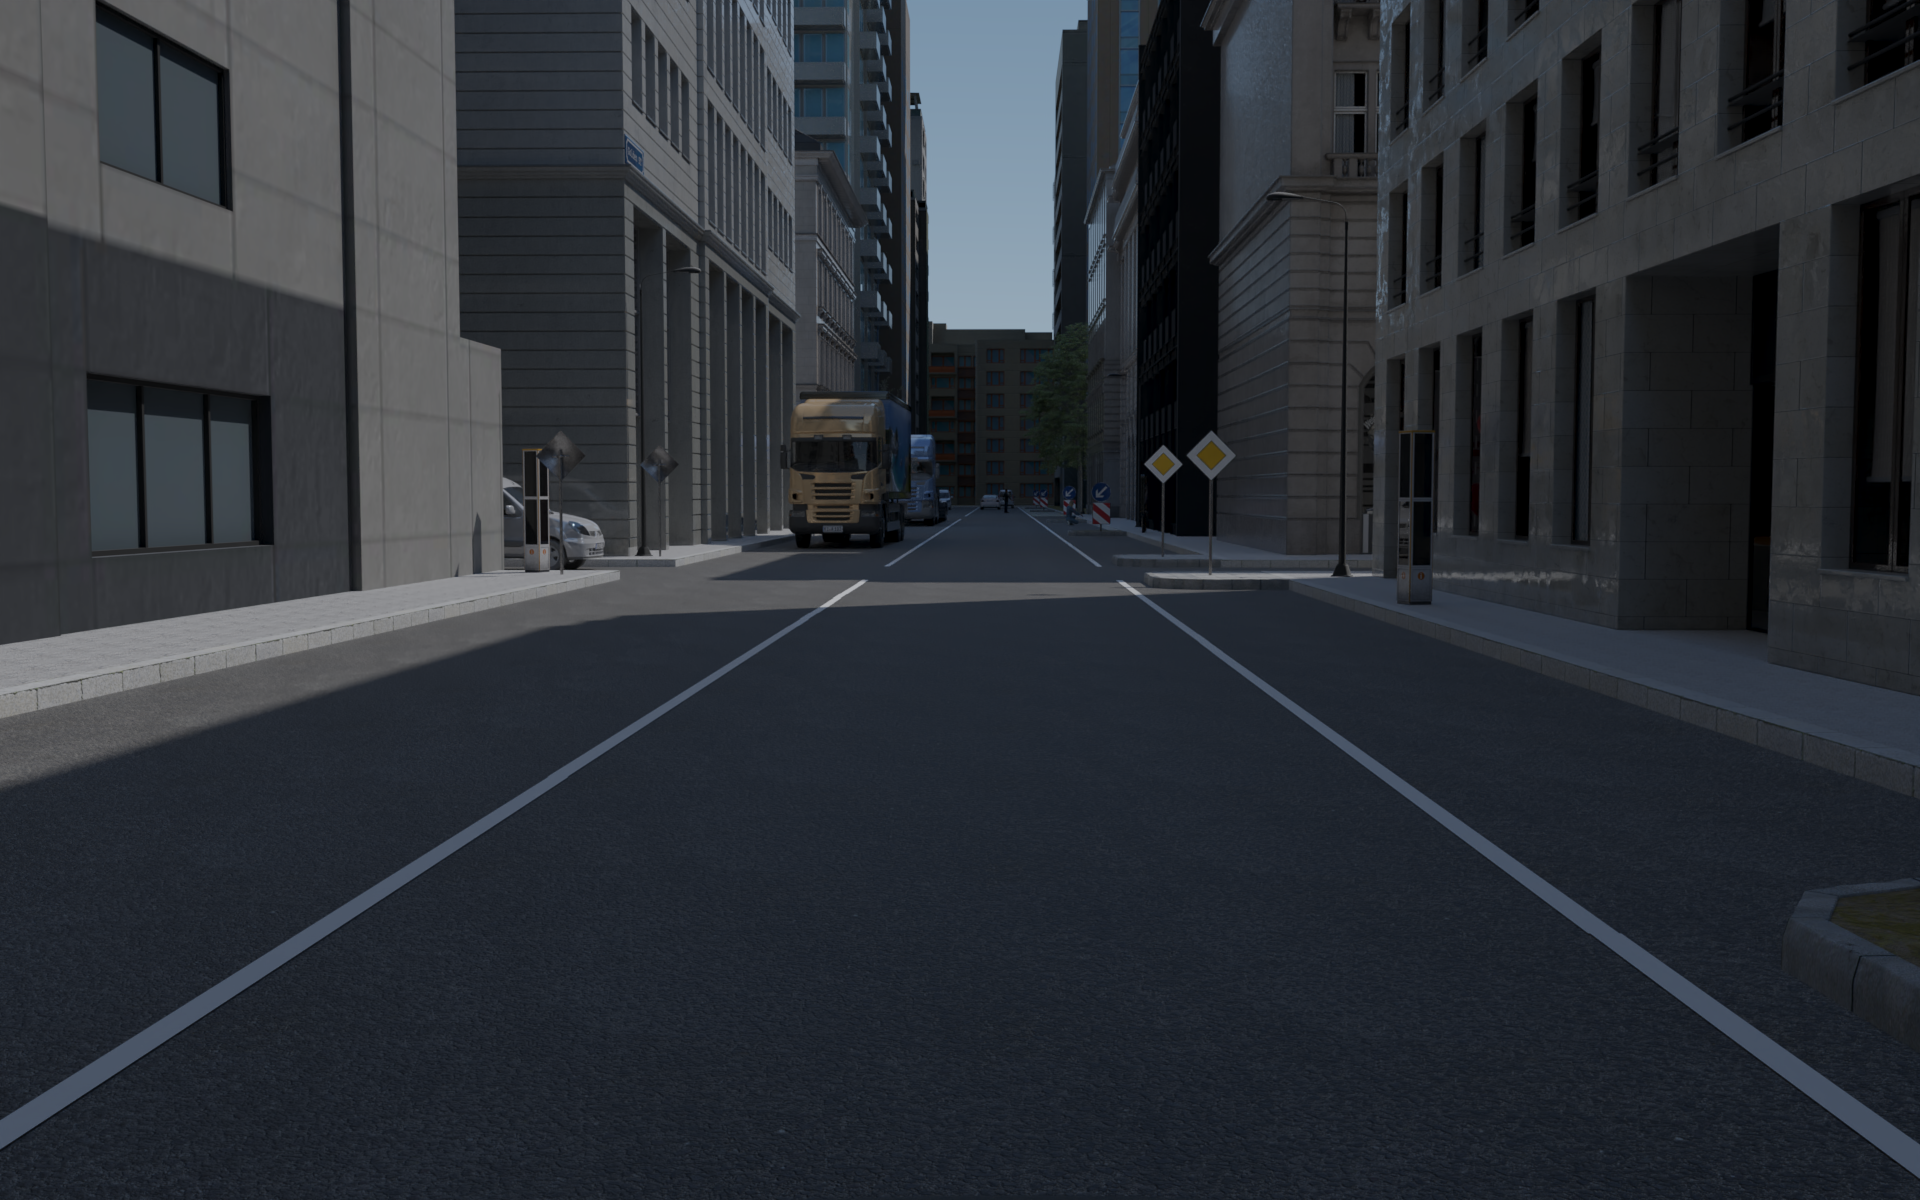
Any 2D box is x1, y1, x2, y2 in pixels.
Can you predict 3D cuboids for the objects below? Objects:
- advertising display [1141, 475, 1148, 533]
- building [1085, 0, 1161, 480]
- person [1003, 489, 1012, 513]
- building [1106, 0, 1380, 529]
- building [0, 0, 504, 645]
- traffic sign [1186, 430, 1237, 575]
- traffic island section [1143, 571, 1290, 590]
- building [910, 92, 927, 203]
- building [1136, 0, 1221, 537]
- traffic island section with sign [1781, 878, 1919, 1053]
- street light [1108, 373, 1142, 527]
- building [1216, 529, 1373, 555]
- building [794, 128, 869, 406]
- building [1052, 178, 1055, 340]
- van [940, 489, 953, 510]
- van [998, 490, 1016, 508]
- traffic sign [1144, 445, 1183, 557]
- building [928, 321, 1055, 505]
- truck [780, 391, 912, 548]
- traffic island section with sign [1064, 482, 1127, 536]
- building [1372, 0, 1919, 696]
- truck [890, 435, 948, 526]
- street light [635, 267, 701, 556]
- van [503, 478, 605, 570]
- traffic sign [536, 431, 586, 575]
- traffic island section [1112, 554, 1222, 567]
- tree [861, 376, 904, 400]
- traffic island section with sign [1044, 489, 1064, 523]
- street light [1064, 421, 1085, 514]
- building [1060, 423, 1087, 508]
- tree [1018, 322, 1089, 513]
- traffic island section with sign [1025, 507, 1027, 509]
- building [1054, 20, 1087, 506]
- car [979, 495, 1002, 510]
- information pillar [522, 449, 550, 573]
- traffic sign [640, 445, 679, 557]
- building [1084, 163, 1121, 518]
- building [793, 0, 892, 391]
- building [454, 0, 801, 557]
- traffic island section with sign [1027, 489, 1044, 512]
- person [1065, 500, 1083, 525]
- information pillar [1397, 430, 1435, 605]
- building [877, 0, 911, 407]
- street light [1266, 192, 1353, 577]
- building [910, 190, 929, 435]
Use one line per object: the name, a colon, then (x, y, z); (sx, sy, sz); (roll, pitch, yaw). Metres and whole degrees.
advertising display: (6.120, -3.199, 57.511); (0.123, 1.923, 0.974); (1, 4, 13)
building: (16.411, -29.055, 125.155); (14.600, 45.320, 14.200); (0, 4, 1)
person: (3.543, -7.539, 131.781); (0.705, 1.821, 1.348); (-2, 4, -28)
building: (14.107, -14.573, 80.076); (13.314, 21.916, 24.055); (0, 4, 1)
building: (-18.278, -35.416, 17.302); (20.611, 71.187, 20.563); (0, 4, 1)
traffic sign: (3.948, -1.446, 27.283); (0.795, 2.450, 0.064); (0, 4, 1)
traffic island section: (3.972, -0.311, 27.360); (2.009, 0.180, 2.903); (0, 4, 1)
building: (-10.467, -30.299, 178.980); (14.086, 41.232, 14.154); (0, 4, 1)
building: (12.873, -14.045, 59.311); (12.332, 23.373, 15.834); (0, 4, 1)
traffic island section with sign: (3.463, 0.239, 4.726); (1.989, 1.847, 2.006); (0, 4, 1)
street light: (6.384, -5.767, 66.832); (1.470, 5.913, 1.316); (0, 4, 1)
building: (18.520, -12.201, 41.282); (24.055, 21.916, 13.314); (0, 4, 1)
building: (-11.255, -14.307, 84.829); (10.553, 20.767, 40.483); (0, 4, 1)
building: (17.930, -31.646, 201.012); (14.086, 41.232, 14.154); (0, 4, 1)
van: (-1.620, -9.083, 155.518); (2.013, 2.044, 4.112); (0, 3, 0)
van: (4.572, -10.185, 173.531); (2.013, 2.044, 4.112); (0, 4, 1)
traffic sign: (4.133, -1.934, 35.266); (0.795, 2.450, 0.064); (0, 4, 1)
building: (-3.421, -22.198, 207.981); (28.899, 21.520, 27.650); (0, 4, 1)
truck: (-3.038, -3.709, 49.556); (2.839, 4.237, 11.283); (0, 4, 3)
traffic island section with sign: (4.738, -3.141, 59.976); (1.989, 1.847, 2.006); (0, 4, 1)
building: (11.448, -9.984, 17.991); (10.420, 20.320, 16.860); (0, 4, 1)
truck: (-2.147, -5.797, 84.544); (2.967, 4.110, 18.799); (0, 4, 2)
street light: (-6.000, -3.858, 35.624); (1.470, 5.913, 1.316); (0, 4, 1)
van: (-8.778, -1.560, 32.515); (4.112, 2.044, 2.013); (0, 4, 3)
traffic sign: (-6.343, -1.462, 27.540); (0.795, 2.450, 0.064); (0, 4, 1)
traffic island section: (4.156, -0.799, 35.343); (2.009, 0.180, 2.903); (0, 4, 1)
tree: (-5.266, -9.699, 108.938); (4.360, 8.622, 3.978); (0, 3, 0)
traffic island section with sign: (5.351, -4.791, 86.956); (1.989, 1.847, 2.006); (0, 4, 1)
street light: (7.295, -8.427, 110.323); (1.470, 5.913, 1.316); (0, 4, 1)
building: (20.373, -51.050, 147.343); (22.319, 86.520, 31.000); (0, 4, 1)
tree: (7.599, -12.041, 114.995); (7.486, 12.596, 7.792); (0, 3, 0)
traffic island section with sign: (7.153, -9.571, 165.110); (1.989, 1.847, 2.006); (0, 4, 1)
building: (20.551, -33.704, 174.756); (21.300, 48.544, 21.600); (0, 4, 1)
car: (2.821, -9.007, 159.629); (2.083, 1.381, 4.827); (0, 4, 2)
information pillar: (-6.941, -1.461, 28.376); (0.304, 2.012, 0.304); (1, 4, 21)
traffic sign: (-6.158, -1.950, 35.523); (0.795, 2.450, 0.064); (0, 4, 1)
building: (12.549, -15.420, 101.267); (9.793, 20.994, 18.267); (0, 4, 1)
building: (-16.555, -30.958, 125.779); (23.786, 49.044, 30.456); (0, 4, 1)
building: (-11.847, -16.635, 49.481); (11.434, 29.767, 29.804); (0, 4, 1)
traffic island section with sign: (6.523, -7.873, 137.347); (1.989, 1.847, 2.006); (0, 4, 1)
person: (5.170, -4.013, 79.610); (0.738, 1.151, 1.012); (-1, 4, -15)
information pillar: (5.292, -0.956, 20.117); (0.304, 2.012, 0.304); (-1, 4, -15)
building: (-11.496, -30.456, 148.068); (14.600, 45.320, 14.200); (0, 4, 1)
street light: (5.410, -3.320, 26.823); (1.470, 5.913, 1.316); (0, 4, 1)
building: (-10.232, -23.974, 163.678); (14.160, 30.474, 14.107); (0, 4, 1)
